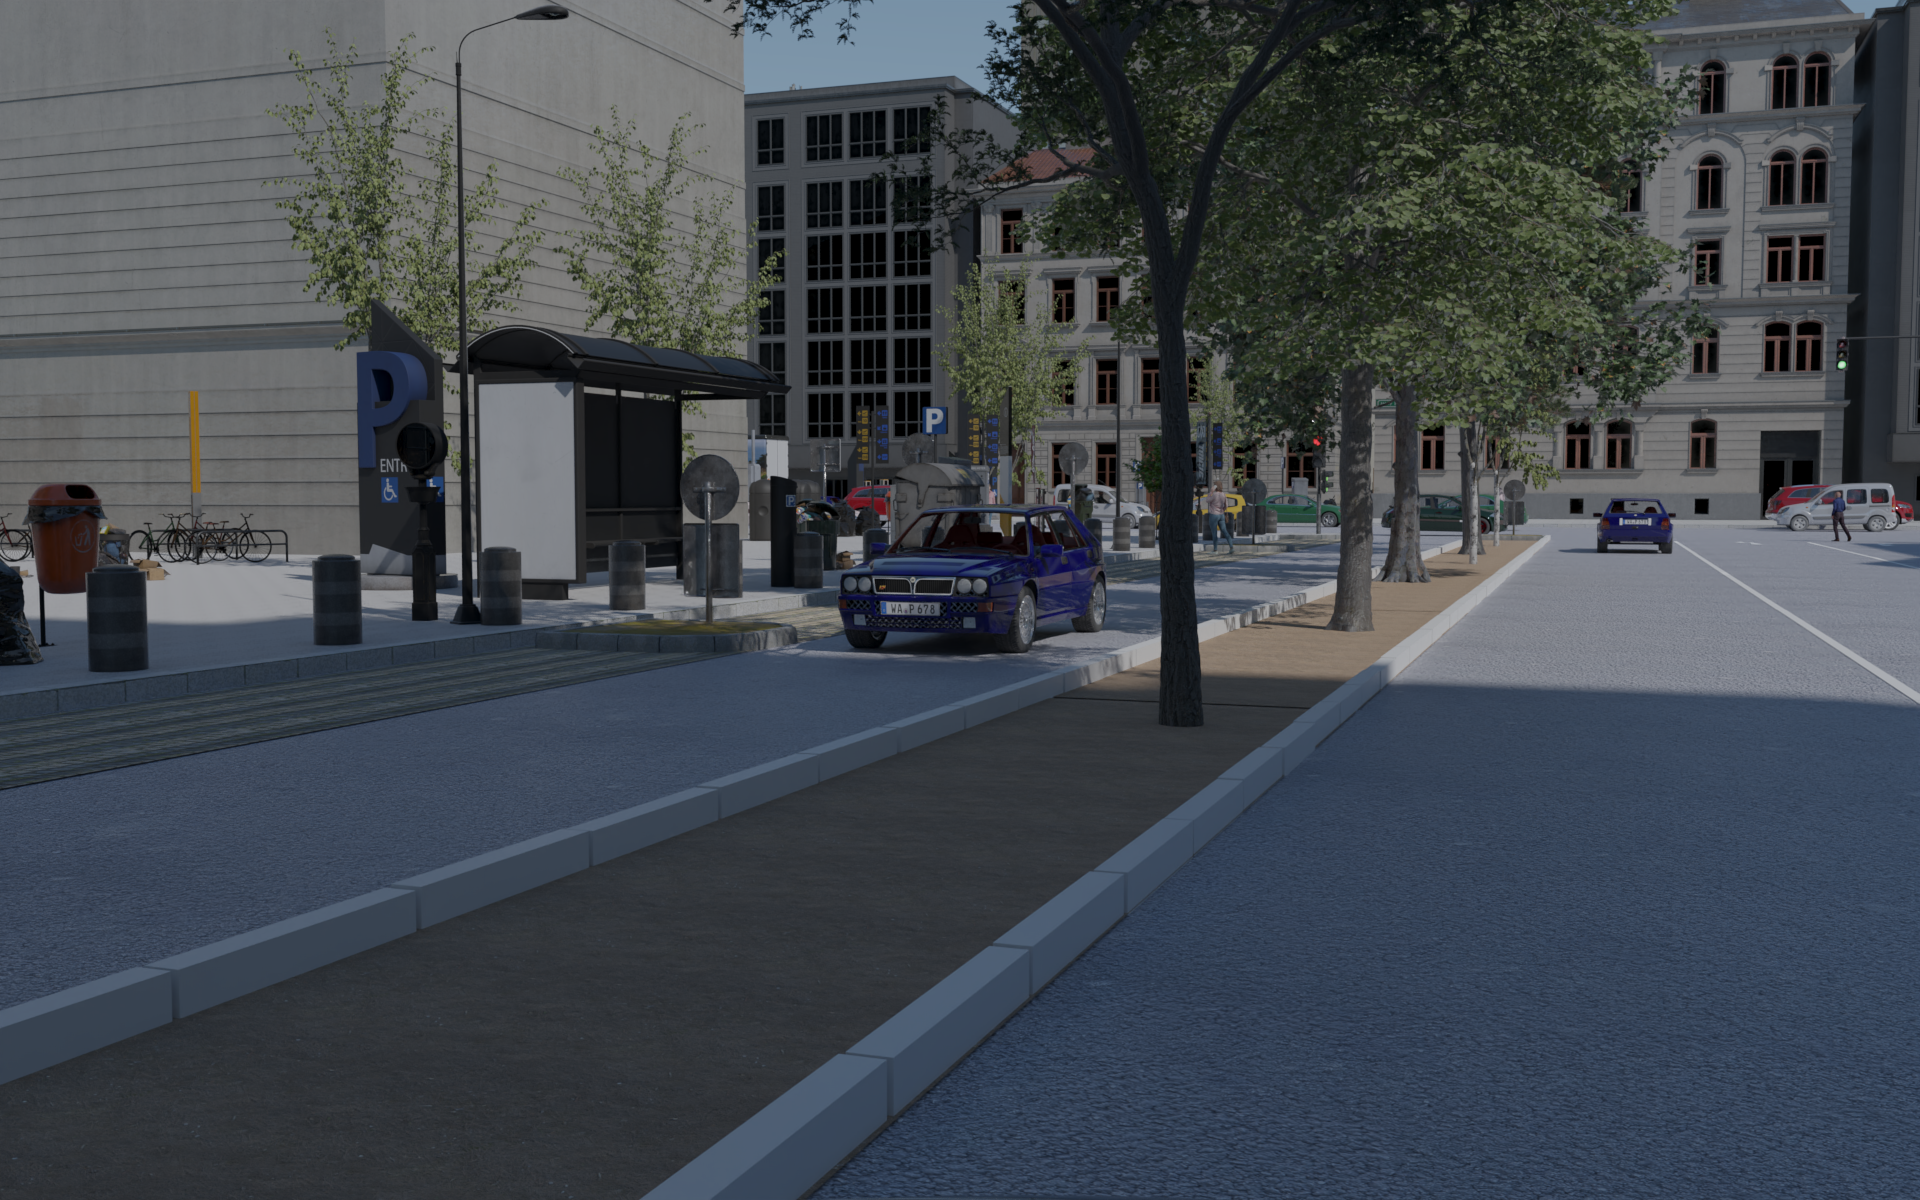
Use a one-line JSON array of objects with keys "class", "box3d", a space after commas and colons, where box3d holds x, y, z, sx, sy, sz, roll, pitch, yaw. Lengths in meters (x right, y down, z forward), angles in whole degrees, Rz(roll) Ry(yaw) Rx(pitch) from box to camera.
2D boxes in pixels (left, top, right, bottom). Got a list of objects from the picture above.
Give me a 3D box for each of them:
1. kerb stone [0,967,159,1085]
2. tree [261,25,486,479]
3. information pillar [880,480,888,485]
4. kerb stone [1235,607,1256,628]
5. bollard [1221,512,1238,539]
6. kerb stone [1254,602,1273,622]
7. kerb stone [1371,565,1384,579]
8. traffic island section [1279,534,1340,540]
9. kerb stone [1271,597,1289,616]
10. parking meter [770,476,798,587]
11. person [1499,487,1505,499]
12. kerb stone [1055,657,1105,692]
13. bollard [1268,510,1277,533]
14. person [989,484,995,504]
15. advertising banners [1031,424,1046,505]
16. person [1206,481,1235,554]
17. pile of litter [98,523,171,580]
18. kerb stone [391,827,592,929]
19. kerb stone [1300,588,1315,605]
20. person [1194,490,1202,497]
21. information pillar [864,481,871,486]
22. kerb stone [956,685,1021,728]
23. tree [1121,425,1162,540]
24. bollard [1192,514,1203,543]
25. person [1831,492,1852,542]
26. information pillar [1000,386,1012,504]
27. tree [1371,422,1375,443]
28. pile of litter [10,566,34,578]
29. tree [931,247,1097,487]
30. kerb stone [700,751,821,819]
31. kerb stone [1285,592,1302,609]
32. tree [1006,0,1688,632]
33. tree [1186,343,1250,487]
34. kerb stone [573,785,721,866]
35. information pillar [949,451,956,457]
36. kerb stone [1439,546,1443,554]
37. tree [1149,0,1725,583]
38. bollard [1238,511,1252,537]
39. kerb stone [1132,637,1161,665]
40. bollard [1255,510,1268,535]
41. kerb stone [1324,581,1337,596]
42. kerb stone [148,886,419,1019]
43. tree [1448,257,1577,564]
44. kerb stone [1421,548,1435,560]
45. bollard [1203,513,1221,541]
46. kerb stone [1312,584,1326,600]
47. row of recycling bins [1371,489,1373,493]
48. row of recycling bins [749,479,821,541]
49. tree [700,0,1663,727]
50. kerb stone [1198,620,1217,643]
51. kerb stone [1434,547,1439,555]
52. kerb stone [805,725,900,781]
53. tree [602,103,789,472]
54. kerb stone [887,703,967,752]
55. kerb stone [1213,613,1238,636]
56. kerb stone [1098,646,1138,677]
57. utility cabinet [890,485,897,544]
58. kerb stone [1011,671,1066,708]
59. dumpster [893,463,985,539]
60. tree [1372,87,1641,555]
[{"class": "kerb stone", "box3d": [-2.354, 1.102, 4.221, 0.120, 0.150, 1.000, 1, 4, 20]}, {"class": "tree", "box3d": [-9.094, -4.744, 27.929, 4.737, 8.622, 4.395, 0, 3, 0]}, {"class": "information pillar", "box3d": [-3.838, -5.084, 87.618, 0.304, 2.012, 0.304, -3, 5, -42]}, {"class": "kerb stone", "box3d": [3.019, 0.213, 18.705, 0.120, 0.150, 1.000, 1, 4, 20]}, {"class": "bollard", "box3d": [7.712, -2.158, 50.007, 0.404, 0.777, 0.398, 0, 3, 0]}, {"class": "kerb stone", "box3d": [3.373, 0.157, 19.667, 0.120, 0.150, 1.000, 1, 4, 20]}, {"class": "kerb stone", "box3d": [7.292, -0.493, 30.259, 0.120, 0.150, 1.000, 1, 4, 20]}, {"class": "traffic island section", "box3d": [11.501, -2.043, 55.678, 2.009, 0.180, 2.903, 1, 4, 20]}, {"class": "kerb stone", "box3d": [3.740, 0.101, 20.633, 0.120, 0.150, 1.000, 1, 4, 20]}, {"class": "parking meter", "box3d": [-2.436, -0.950, 23.952, 0.372, 1.533, 0.369, 0, 3, 0]}, {"class": "person", "box3d": [22.447, -3.851, 72.137, 0.621, 1.740, 0.551, 1, 4, 15]}, {"class": "kerb stone", "box3d": [0.872, 0.568, 12.907, 0.120, 0.150, 1.000, 1, 4, 20]}, {"class": "bollard", "box3d": [10.164, -2.564, 56.630, 0.404, 0.777, 0.398, 0, 3, 0]}, {"class": "person", "box3d": [1.034, -3.374, 63.682, 0.555, 1.821, 0.388, -2, 4, -24]}, {"class": "advertising banners", "box3d": [1.943, -2.867, 43.061, 0.090, 3.025, 2.074, 0, 4, -6]}, {"class": "person", "box3d": [6.193, -1.957, 41.081, 0.593, 1.750, 0.643, -3, 5, -40]}, {"class": "pile of litter", "box3d": [-12.375, -0.730, 25.906, 1.176, 0.858, 1.719, 0, 4, 7]}, {"class": "kerb stone", "box3d": [-1.643, 0.982, 6.148, 0.120, 0.150, 1.000, 1, 4, 20]}, {"class": "kerb stone", "box3d": [4.446, -0.022, 22.561, 0.120, 0.150, 1.000, 1, 4, 20]}, {"class": "person", "box3d": [10.536, -4.128, 77.447, 0.517, 1.644, 0.566, -1, 4, -11]}, {"class": "information pillar", "box3d": [-5.219, -5.691, 97.540, 0.304, 2.012, 0.304, -2, 4, -27]}, {"class": "kerb stone", "box3d": [0.156, 0.686, 10.983, 0.120, 0.150, 1.000, 1, 4, 20]}, {"class": "tree", "box3d": [5.604, -3.303, 48.605, 1.663, 3.219, 1.824, 0, 3, 0]}, {"class": "bollard", "box3d": [6.079, -1.889, 45.608, 0.404, 0.777, 0.398, 0, 3, 0]}, {"class": "person", "box3d": [26.604, -2.520, 52.402, 0.574, 1.496, 0.600, 0, 4, 8]}, {"class": "information pillar", "box3d": [1.010, -2.850, 37.958, 0.183, 3.616, 0.504, -1, 4, -23]}, {"class": "tree", "box3d": [23.085, -9.464, 105.092, 4.360, 8.622, 3.978, 0, 3, 0]}, {"class": "pile of litter", "box3d": [-15.169, -0.774, 26.621, 1.719, 0.858, 1.176, 1, 4, 16]}, {"class": "tree", "box3d": [1.648, -6.232, 52.248, 4.737, 8.622, 4.395, 0, 3, 0]}, {"class": "kerb stone", "box3d": [-0.927, 0.864, 8.074, 0.120, 0.150, 1.000, 1, 4, 20]}, {"class": "kerb stone", "box3d": [4.091, 0.038, 21.596, 0.120, 0.150, 1.000, 1, 4, 20]}, {"class": "tree", "box3d": [4.150, -5.967, 18.148, 7.486, 12.596, 7.792, 0, 3, 0]}, {"class": "tree", "box3d": [12.415, -8.106, 82.892, 4.737, 8.622, 4.395, 0, 3, 0]}, {"class": "kerb stone", "box3d": [-1.285, 0.927, 7.109, 0.120, 0.150, 1.000, 1, 4, 20]}, {"class": "information pillar", "box3d": [-0.378, -6.215, 92.966, 0.504, 3.616, 0.183, 0, 4, -1]}, {"class": "kerb stone", "box3d": [11.230, -1.141, 40.846, 0.120, 0.150, 1.000, 1, 4, 20]}, {"class": "tree", "box3d": [7.284, -6.637, 27.980, 9.611, 12.733, 9.660, 0, 3, 0]}, {"class": "bollard", "box3d": [8.530, -2.294, 52.220, 0.404, 0.777, 0.398, 0, 3, 0]}, {"class": "kerb stone", "box3d": [1.580, 0.451, 14.843, 0.120, 0.150, 1.000, 1, 4, 20]}, {"class": "bollard", "box3d": [9.349, -2.429, 54.431, 0.404, 0.777, 0.398, 0, 3, 0]}, {"class": "kerb stone", "box3d": [5.162, -0.136, 24.489, 0.120, 0.150, 1.000, 1, 4, 20]}, {"class": "kerb stone", "box3d": [-1.998, 1.046, 5.182, 0.120, 0.150, 1.000, 1, 4, 20]}, {"class": "tree", "box3d": [10.385, -5.008, 34.700, 4.737, 8.622, 4.395, 0, 3, 0]}, {"class": "kerb stone", "box3d": [10.509, -1.023, 38.916, 0.120, 0.150, 1.000, 1, 4, 20]}, {"class": "bollard", "box3d": [6.895, -2.024, 47.812, 0.404, 0.777, 0.398, 0, 3, 0]}, {"class": "kerb stone", "box3d": [4.799, -0.082, 23.530, 0.120, 0.150, 1.000, 1, 4, 20]}, {"class": "row of recycling bins", "box3d": [33.547, -8.257, 142.116, 3.534, 1.692, 1.069, -1, 4, -9]}, {"class": "row of recycling bins", "box3d": [-4.846, -2.540, 48.644, 1.069, 1.692, 3.534, 1, 4, 20]}, {"class": "tree", "box3d": [1.510, -4.516, 10.712, 8.767, 10.594, 7.601, 1, 4, 20]}, {"class": "kerb stone", "box3d": [2.303, 0.332, 16.779, 0.120, 0.150, 1.000, 1, 4, 20]}, {"class": "kerb stone", "box3d": [10.864, -1.082, 39.884, 0.120, 0.150, 1.000, 1, 4, 20]}, {"class": "kerb stone", "box3d": [-0.574, 0.805, 9.045, 0.120, 0.150, 1.000, 1, 4, 20]}, {"class": "tree", "box3d": [-5.749, -5.083, 33.466, 4.737, 8.622, 4.395, 0, 3, 0]}, {"class": "kerb stone", "box3d": [-0.205, 0.746, 10.024, 0.120, 0.150, 1.000, 1, 4, 20]}, {"class": "kerb stone", "box3d": [2.659, 0.272, 17.746, 0.120, 0.150, 1.000, 1, 4, 20]}, {"class": "kerb stone", "box3d": [1.225, 0.509, 13.878, 0.120, 0.150, 1.000, 1, 4, 20]}, {"class": "utility cabinet", "box3d": [-1.022, -1.797, 38.062, 0.318, 1.500, 1.173, 3, 5, 43]}, {"class": "kerb stone", "box3d": [0.509, 0.628, 11.946, 0.120, 0.150, 1.000, 1, 4, 20]}, {"class": "dumpster", "box3d": [-0.415, -1.653, 32.787, 1.264, 1.857, 1.865, 1, 4, 20]}, {"class": "tree", "box3d": [11.971, -8.003, 40.735, 7.806, 13.903, 7.818, 0, 3, 0]}]
